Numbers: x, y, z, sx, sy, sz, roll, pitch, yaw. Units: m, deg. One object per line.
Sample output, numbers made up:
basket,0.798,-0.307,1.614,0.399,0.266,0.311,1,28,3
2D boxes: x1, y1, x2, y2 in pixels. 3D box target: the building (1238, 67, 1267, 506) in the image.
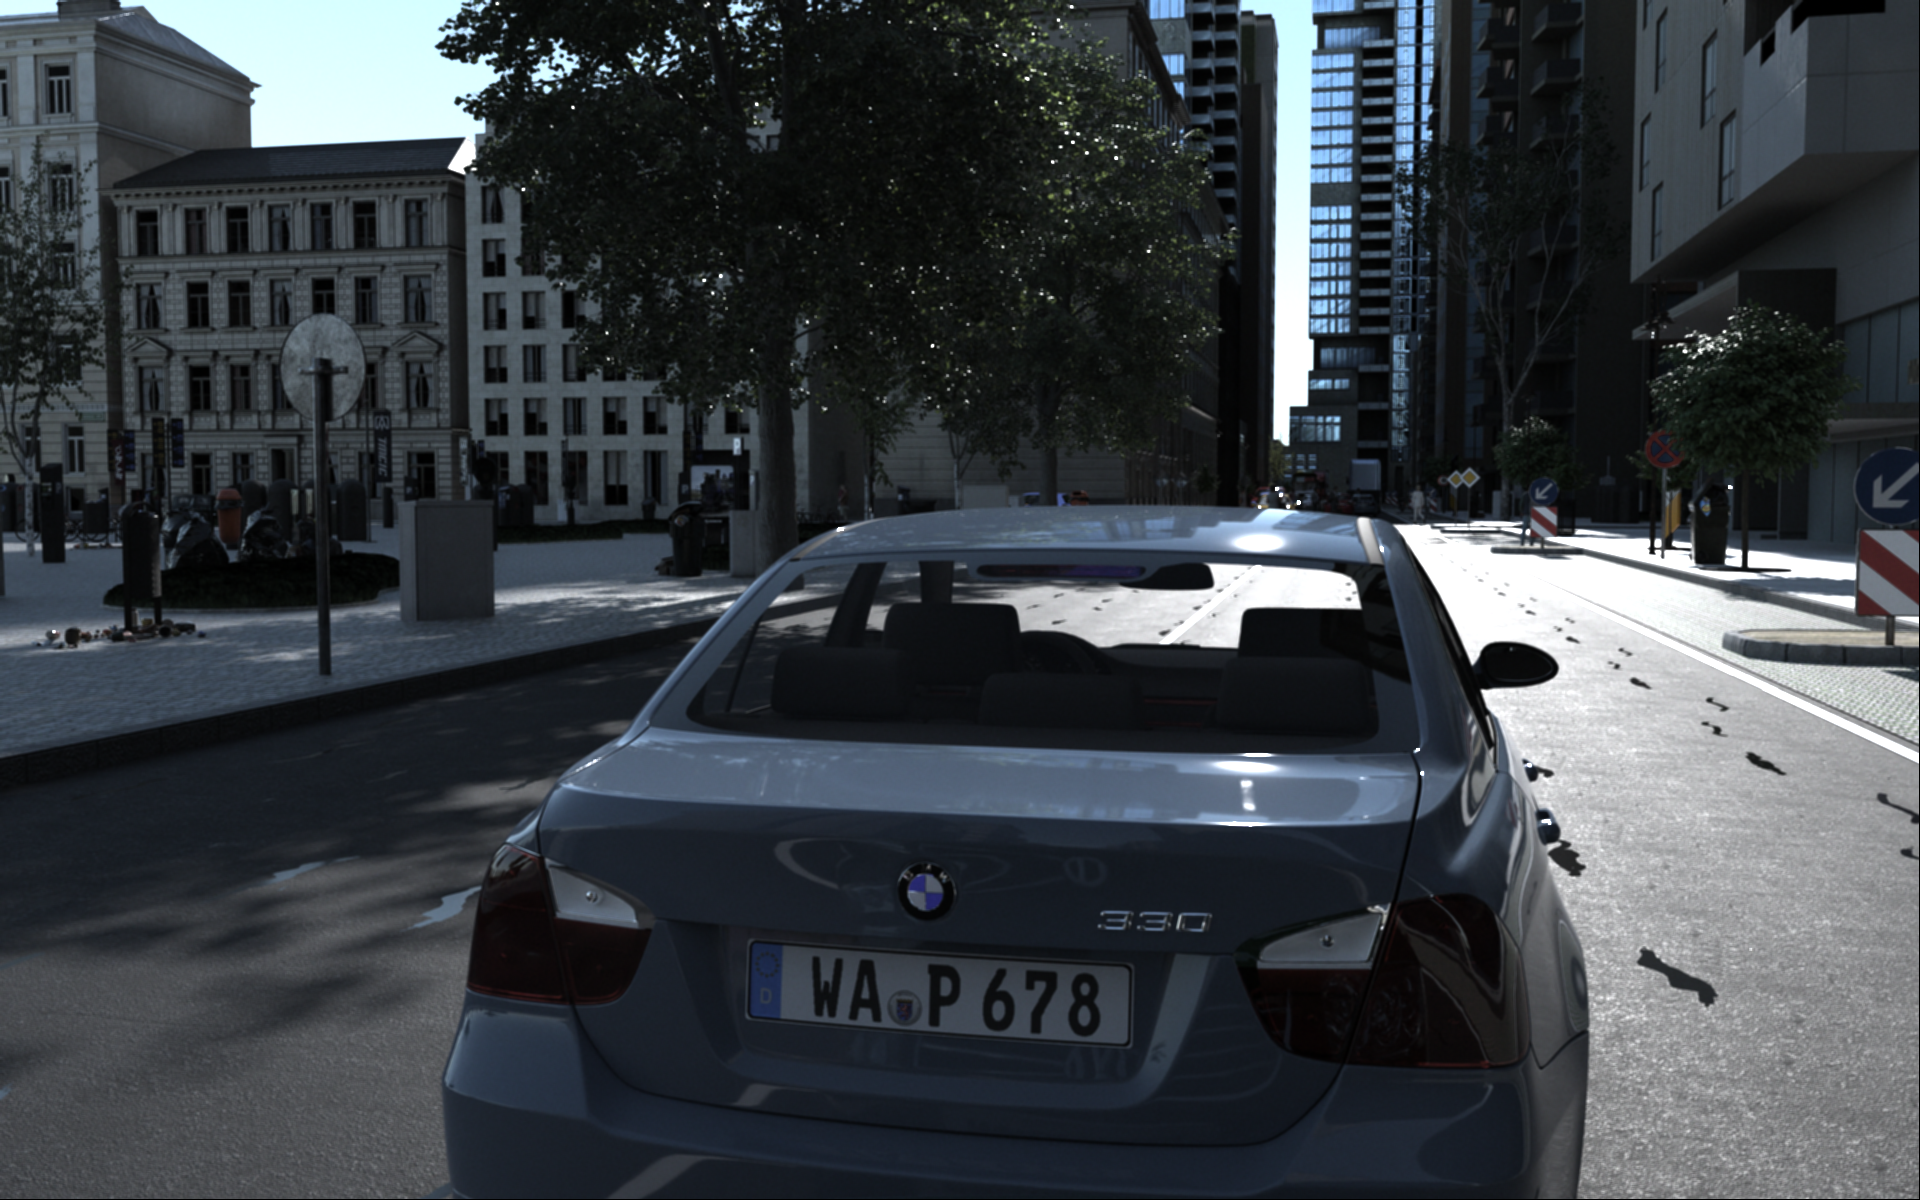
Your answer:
building,25.664,-32.839,187.026,14.600,45.320,14.200,1,4,13

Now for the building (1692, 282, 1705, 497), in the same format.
building,48.972,-32.575,74.605,28.212,58.520,21.231,1,4,13

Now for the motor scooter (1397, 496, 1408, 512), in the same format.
motor scooter,33.391,-7.214,130.729,0.815,1.314,1.986,1,4,14

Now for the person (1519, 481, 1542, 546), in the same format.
person,14.983,-2.237,45.428,0.623,1.781,0.721,1,4,21

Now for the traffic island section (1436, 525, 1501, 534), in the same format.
traffic island section,18.789,-2.546,63.912,2.009,0.180,2.903,1,4,13

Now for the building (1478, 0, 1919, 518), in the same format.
building,42.807,-27.479,103.910,22.147,44.769,28.867,1,4,13

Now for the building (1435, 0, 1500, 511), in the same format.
building,44.885,-29.679,135.359,14.600,45.320,14.200,1,4,13

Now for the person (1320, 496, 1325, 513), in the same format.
person,20.096,-5.106,96.229,0.590,1.304,0.306,-2,4,-30

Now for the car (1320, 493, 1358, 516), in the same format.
car,22.124,-5.636,101.195,2.155,1.783,4.494,1,4,14

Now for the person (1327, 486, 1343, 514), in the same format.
person,19.456,-4.997,90.167,0.822,1.834,0.622,3,5,39

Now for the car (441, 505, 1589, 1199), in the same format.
car,0.472,0.470,4.311,2.014,1.417,4.499,1,4,14

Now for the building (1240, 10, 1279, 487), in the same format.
building,24.405,-41.039,212.980,28.212,58.520,21.231,1,4,13

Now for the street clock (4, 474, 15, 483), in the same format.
street clock,-34.073,-3.521,62.130,0.471,2.002,0.358,3,5,42

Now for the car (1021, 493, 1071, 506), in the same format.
car,2.970,-3.773,71.276,3.694,1.707,1.945,1,4,14

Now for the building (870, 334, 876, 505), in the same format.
building,-4.106,-22.778,217.451,28.899,21.520,27.650,1,4,13

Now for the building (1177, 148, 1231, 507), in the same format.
building,8.893,-17.260,115.478,16.112,22.955,30.059,1,4,13

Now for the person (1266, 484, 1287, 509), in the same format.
person,10.840,-3.076,59.144,0.716,1.782,0.532,2,4,29

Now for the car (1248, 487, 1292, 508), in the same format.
car,16.626,-5.134,92.618,2.281,1.827,5.304,1,4,14

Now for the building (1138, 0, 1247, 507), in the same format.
building,16.576,-52.085,164.256,22.319,86.520,31.000,1,4,13

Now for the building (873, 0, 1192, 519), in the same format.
building,4.380,-17.783,88.021,12.463,27.353,25.104,1,4,13

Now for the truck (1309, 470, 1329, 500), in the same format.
truck,41.508,-13.012,201.658,2.839,4.237,11.283,1,4,14

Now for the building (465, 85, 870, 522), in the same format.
building,-13.934,-14.085,85.038,16.860,20.320,10.420,1,4,13

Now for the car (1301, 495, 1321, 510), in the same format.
car,31.071,-8.615,153.215,2.083,1.381,4.827,1,4,11

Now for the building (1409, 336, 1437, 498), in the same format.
building,67.003,-21.750,200.650,27.650,21.520,28.899,1,4,13

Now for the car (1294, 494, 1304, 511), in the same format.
car,23.504,-6.946,123.357,2.009,1.686,4.222,1,4,13

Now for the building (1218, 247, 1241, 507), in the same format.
building,15.529,-18.824,137.453,12.332,23.373,15.834,1,4,13

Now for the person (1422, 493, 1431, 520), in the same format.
person,25.307,-5.060,93.830,0.503,1.515,0.523,3,5,40

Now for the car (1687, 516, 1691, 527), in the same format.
car,30.493,-3.306,66.413,4.827,1.381,2.083,1,4,14

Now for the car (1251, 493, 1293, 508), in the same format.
car,14.686,-4.396,81.460,1.945,1.707,3.694,1,4,12

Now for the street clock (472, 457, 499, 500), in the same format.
street clock,-9.394,-1.820,34.327,0.471,2.002,0.358,0,4,1

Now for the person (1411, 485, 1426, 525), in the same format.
person,21.233,-4.390,80.158,0.514,1.842,0.818,-2,4,-26

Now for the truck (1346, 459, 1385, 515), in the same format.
truck,29.803,-8.463,128.122,2.967,4.110,18.799,1,4,14

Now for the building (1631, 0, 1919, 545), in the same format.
building,33.729,-27.817,44.040,28.713,52.752,27.495,1,4,13

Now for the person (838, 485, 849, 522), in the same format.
person,-4.876,-3.927,72.679,0.580,1.828,0.573,3,5,44

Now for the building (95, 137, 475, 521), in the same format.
building,-32.021,-13.707,88.735,19.286,19.102,10.561,1,4,13

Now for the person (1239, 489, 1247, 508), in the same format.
person,15.661,-5.290,95.993,0.522,1.701,0.512,-3,4,-36

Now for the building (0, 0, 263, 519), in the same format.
building,-50.859,-18.872,94.469,20.117,28.700,13.634,1,4,13

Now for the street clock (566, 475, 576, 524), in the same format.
street clock,-14.765,-3.744,65.790,0.358,2.002,0.471,1,4,11

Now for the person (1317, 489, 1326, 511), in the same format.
person,30.925,-8.575,148.646,1.348,1.831,0.705,-2,4,-24

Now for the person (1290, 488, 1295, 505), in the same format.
person,20.552,-6.047,107.375,0.388,1.821,0.555,-2,4,-26

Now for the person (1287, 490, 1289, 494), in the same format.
person,27.343,-8.292,144.349,0.850,1.792,0.678,1,4,12

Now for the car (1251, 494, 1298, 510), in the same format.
car,14.031,-4.092,77.128,2.015,1.641,3.980,1,4,13

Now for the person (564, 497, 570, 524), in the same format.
person,-17.344,-3.917,76.826,0.394,1.301,0.425,1,4,19

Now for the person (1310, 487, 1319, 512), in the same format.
person,21.523,-5.932,105.336,0.661,1.843,0.795,-3,5,-42

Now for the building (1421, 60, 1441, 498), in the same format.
building,57.685,-31.625,171.696,22.147,44.769,28.867,1,4,13

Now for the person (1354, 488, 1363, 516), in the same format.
person,26.005,-6.415,113.479,0.850,1.850,0.679,3,4,36

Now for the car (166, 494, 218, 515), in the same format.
car,-33.924,-4.208,78.580,4.222,1.686,2.009,1,4,11

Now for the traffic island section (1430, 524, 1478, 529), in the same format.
traffic island section,20.532,-3.023,71.705,2.009,0.180,2.903,1,4,13

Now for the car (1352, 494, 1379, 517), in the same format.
car,25.125,-5.873,108.025,2.014,1.417,4.499,1,4,14
